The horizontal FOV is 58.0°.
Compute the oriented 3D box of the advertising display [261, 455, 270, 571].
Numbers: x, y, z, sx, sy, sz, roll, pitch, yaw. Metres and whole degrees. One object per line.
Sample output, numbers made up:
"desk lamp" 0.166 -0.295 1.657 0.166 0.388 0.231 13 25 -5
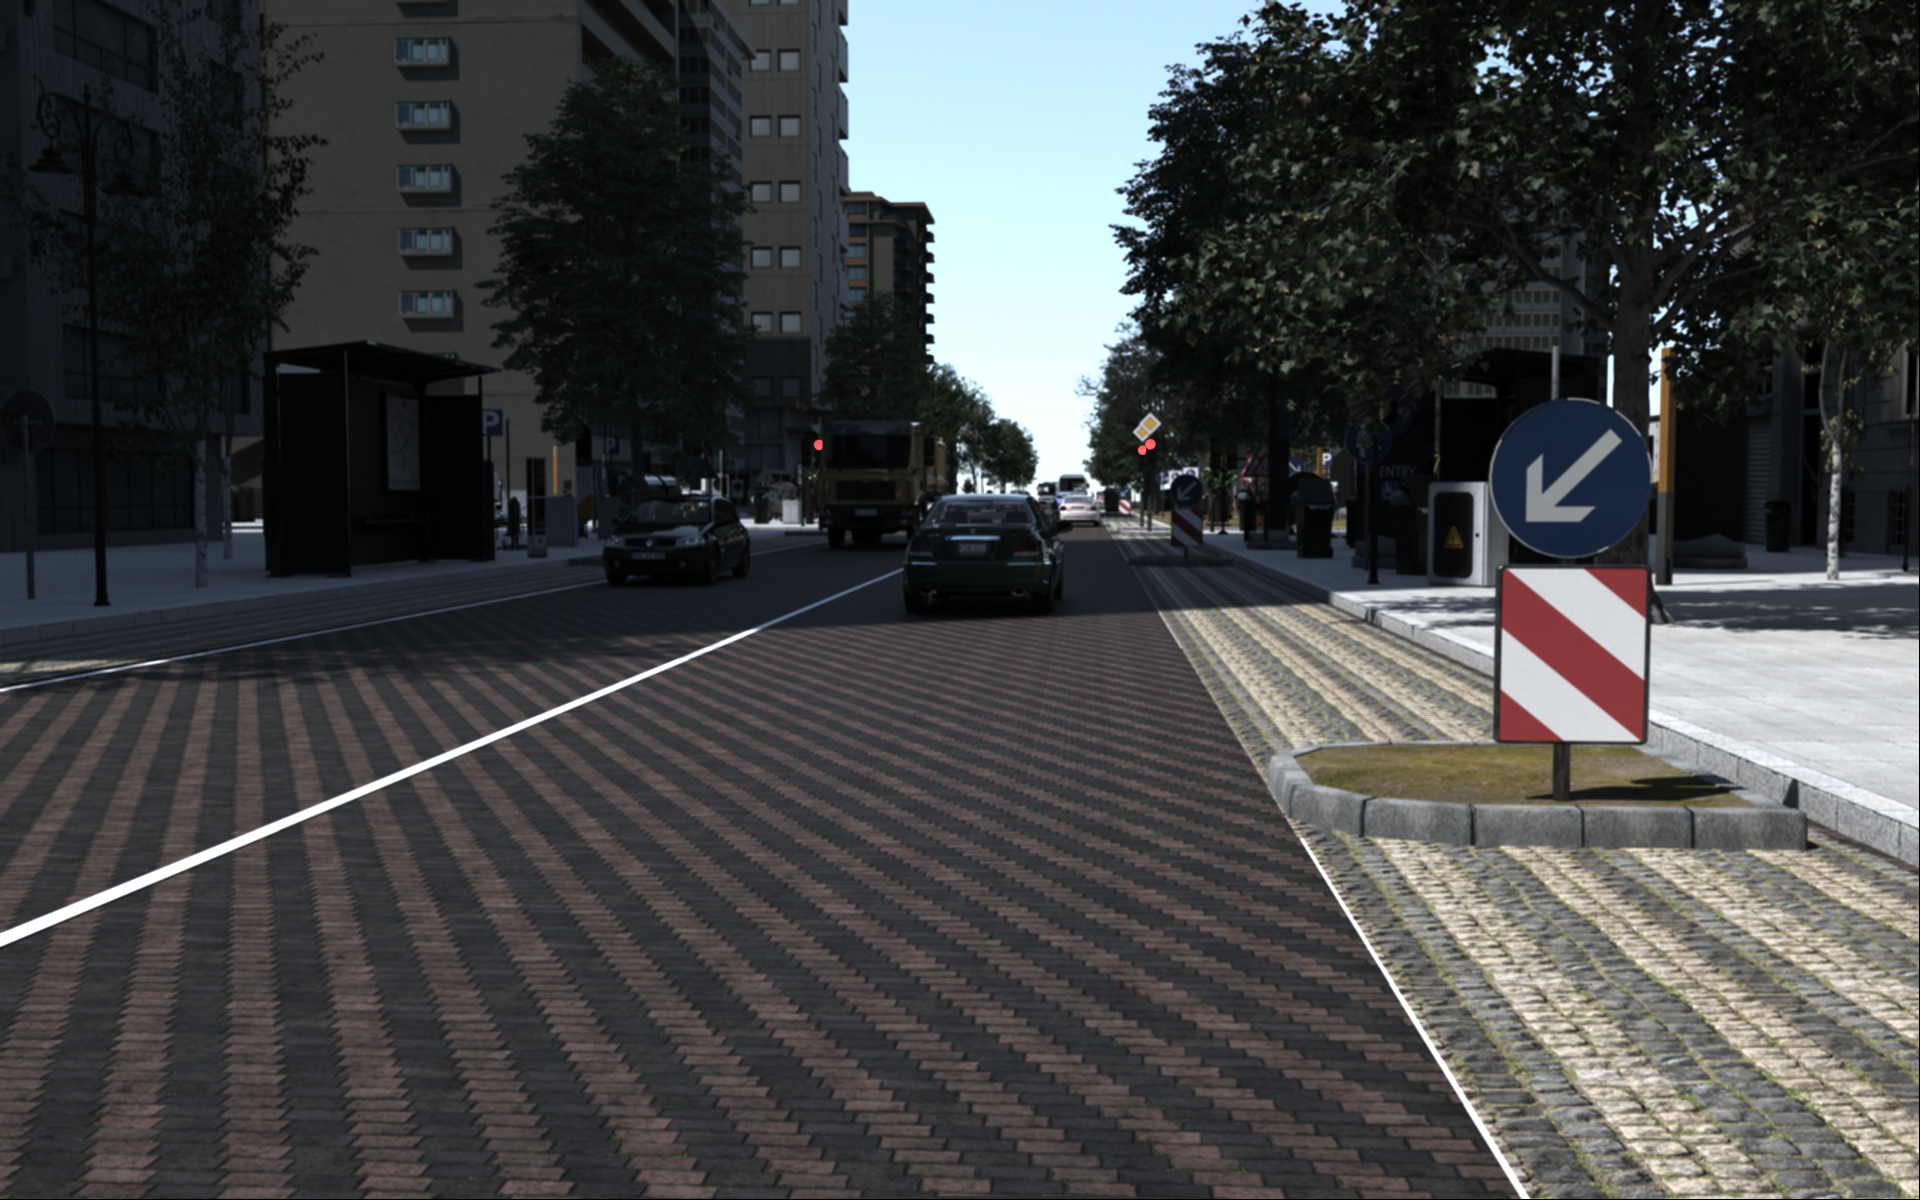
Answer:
"advertising display" -11.723 -1.476 29.351 0.123 1.923 0.974 -1 4 -19

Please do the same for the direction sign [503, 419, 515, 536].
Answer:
"direction sign" -13.723 -3.708 52.616 0.379 3.537 0.876 -1 4 -18

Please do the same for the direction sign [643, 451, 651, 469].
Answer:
"direction sign" -16.655 -6.120 92.054 0.379 3.537 0.876 -3 5 -39

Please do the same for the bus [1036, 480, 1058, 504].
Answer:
"bus" 13.018 -15.867 254.281 2.948 3.499 13.247 0 4 6

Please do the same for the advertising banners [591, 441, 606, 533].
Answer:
"advertising banners" -11.832 -3.703 56.732 0.090 3.025 2.074 -2 4 -24

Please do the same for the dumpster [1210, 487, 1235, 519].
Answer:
"dumpster" 13.348 -5.055 88.410 1.264 1.857 1.865 0 4 4

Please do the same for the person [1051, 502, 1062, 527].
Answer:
"person" 2.723 -2.135 48.423 0.382 1.210 0.505 -2 4 -26

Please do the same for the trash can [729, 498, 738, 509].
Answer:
"trash can" -7.702 -2.781 57.117 0.748 1.137 0.748 0 3 0

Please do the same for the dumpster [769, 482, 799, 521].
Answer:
"dumpster" -8.494 -4.725 83.007 1.264 1.857 1.865 0 4 4

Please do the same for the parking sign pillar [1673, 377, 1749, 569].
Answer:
"parking sign pillar" 13.033 -2.556 30.267 1.447 3.967 1.447 2 4 32

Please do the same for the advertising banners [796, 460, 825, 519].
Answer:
"advertising banners" -7.544 -5.675 88.966 2.074 3.025 0.090 -3 4 -36

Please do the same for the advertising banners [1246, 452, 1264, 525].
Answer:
"advertising banners" 12.386 -4.614 71.624 0.090 3.025 2.074 -1 4 -23

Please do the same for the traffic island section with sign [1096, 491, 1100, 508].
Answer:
"traffic island section with sign" 10.409 -6.645 117.277 1.989 1.847 2.006 0 4 4

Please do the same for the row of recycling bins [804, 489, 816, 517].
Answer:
"row of recycling bins" -7.189 -5.557 97.975 3.534 1.692 1.069 1 4 11

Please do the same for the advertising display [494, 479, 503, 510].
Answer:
"advertising display" -20.710 -4.371 76.675 0.974 1.923 0.123 1 4 16

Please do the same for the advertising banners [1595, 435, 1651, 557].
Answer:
"advertising banners" 12.976 -2.406 35.519 2.074 3.025 0.090 1 4 19

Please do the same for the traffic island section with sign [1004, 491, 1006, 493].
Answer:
"traffic island section with sign" 4.891 -11.393 194.901 1.989 1.847 2.006 0 4 4

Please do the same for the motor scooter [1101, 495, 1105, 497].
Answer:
"motor scooter" 21.838 -15.361 263.923 0.815 1.314 1.986 0 4 3

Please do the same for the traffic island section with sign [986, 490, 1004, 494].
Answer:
"traffic island section with sign" 2.935 -9.749 168.017 1.989 1.847 2.006 0 4 4

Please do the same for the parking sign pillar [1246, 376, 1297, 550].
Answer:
"parking sign pillar" 7.405 -3.169 40.290 1.447 3.967 1.447 1 4 11

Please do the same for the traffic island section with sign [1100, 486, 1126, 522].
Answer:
"traffic island section with sign" 8.457 -5.001 90.393 1.989 1.847 2.006 0 4 4

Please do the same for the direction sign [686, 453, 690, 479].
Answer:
"direction sign" -15.180 -6.403 96.679 0.379 3.537 0.876 -2 4 -24

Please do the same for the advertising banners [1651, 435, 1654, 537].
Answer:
"advertising banners" 21.121 -3.379 51.427 2.074 3.025 0.090 1 4 18

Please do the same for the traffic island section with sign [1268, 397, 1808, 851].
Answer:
"traffic island section with sign" 2.465 0.043 7.923 1.989 1.847 2.006 0 4 4

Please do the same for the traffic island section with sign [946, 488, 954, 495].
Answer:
"traffic island section with sign" -0.707 -6.670 117.674 1.989 1.847 2.006 0 4 4

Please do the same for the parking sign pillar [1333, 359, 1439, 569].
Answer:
"parking sign pillar" 7.591 -2.553 30.217 1.447 3.967 1.447 3 5 44

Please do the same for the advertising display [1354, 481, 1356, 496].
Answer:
"advertising display" 20.391 -5.038 87.588 0.974 1.923 0.123 -1 4 -11

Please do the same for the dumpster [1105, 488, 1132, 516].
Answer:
"dumpster" 10.485 -6.516 114.760 1.865 1.857 1.264 0 4 5

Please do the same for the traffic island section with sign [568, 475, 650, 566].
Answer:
"traffic island section with sign" -6.710 -1.623 35.165 1.989 1.847 2.006 0 4 4

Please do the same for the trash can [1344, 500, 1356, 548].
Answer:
"trash can" 9.488 -1.804 41.142 0.748 1.137 0.748 0 3 0

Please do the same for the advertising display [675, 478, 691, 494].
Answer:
"advertising display" -11.551 -4.042 71.303 0.974 1.923 0.123 0 4 7

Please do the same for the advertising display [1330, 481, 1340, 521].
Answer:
"advertising display" 18.014 -4.832 84.214 0.123 1.923 0.974 -3 5 -41

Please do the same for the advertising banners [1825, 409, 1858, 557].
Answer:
"advertising banners" 17.977 -2.390 35.261 0.090 3.025 2.074 3 5 40

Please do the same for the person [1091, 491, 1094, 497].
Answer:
"person" 19.237 -14.856 251.384 0.705 1.826 1.348 -1 4 -20

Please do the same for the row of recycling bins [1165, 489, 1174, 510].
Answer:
"row of recycling bins" 16.618 -8.005 138.002 1.069 1.692 3.534 1 4 9

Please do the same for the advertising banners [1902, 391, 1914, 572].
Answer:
"advertising banners" 15.964 -2.014 29.122 0.090 3.025 2.074 2 4 30

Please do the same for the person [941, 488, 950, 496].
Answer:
"person" -0.797 -5.606 100.175 0.660 1.820 0.620 0 4 5

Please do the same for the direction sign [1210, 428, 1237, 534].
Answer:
"direction sign" 8.376 -3.857 55.053 0.876 3.537 0.379 -1 4 -11

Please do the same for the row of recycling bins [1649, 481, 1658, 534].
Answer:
"row of recycling bins" 21.252 -3.000 56.166 3.534 1.692 1.069 1 4 22

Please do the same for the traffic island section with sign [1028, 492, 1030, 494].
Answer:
"traffic island section with sign" 10.888 -16.437 277.373 1.989 1.847 2.006 0 4 4

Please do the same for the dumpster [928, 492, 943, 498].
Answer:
"dumpster" -1.784 -7.866 134.362 1.264 1.857 1.865 0 4 4

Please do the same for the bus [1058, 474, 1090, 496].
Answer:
"bus" 10.752 -10.354 164.152 2.948 3.499 13.247 0 4 5

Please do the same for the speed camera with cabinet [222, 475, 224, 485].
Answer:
"speed camera with cabinet" -35.902 -5.466 83.705 0.660 3.252 2.038 -1 4 -21

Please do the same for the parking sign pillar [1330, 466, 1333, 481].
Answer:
"parking sign pillar" 20.062 -6.260 90.823 1.447 3.967 1.447 3 5 43

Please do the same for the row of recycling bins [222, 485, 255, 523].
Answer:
"row of recycling bins" -33.244 -4.383 78.768 1.069 1.692 3.534 1 4 10

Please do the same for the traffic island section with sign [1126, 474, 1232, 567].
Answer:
"traffic island section with sign" 4.421 -1.610 34.948 1.989 1.847 2.006 0 4 4
